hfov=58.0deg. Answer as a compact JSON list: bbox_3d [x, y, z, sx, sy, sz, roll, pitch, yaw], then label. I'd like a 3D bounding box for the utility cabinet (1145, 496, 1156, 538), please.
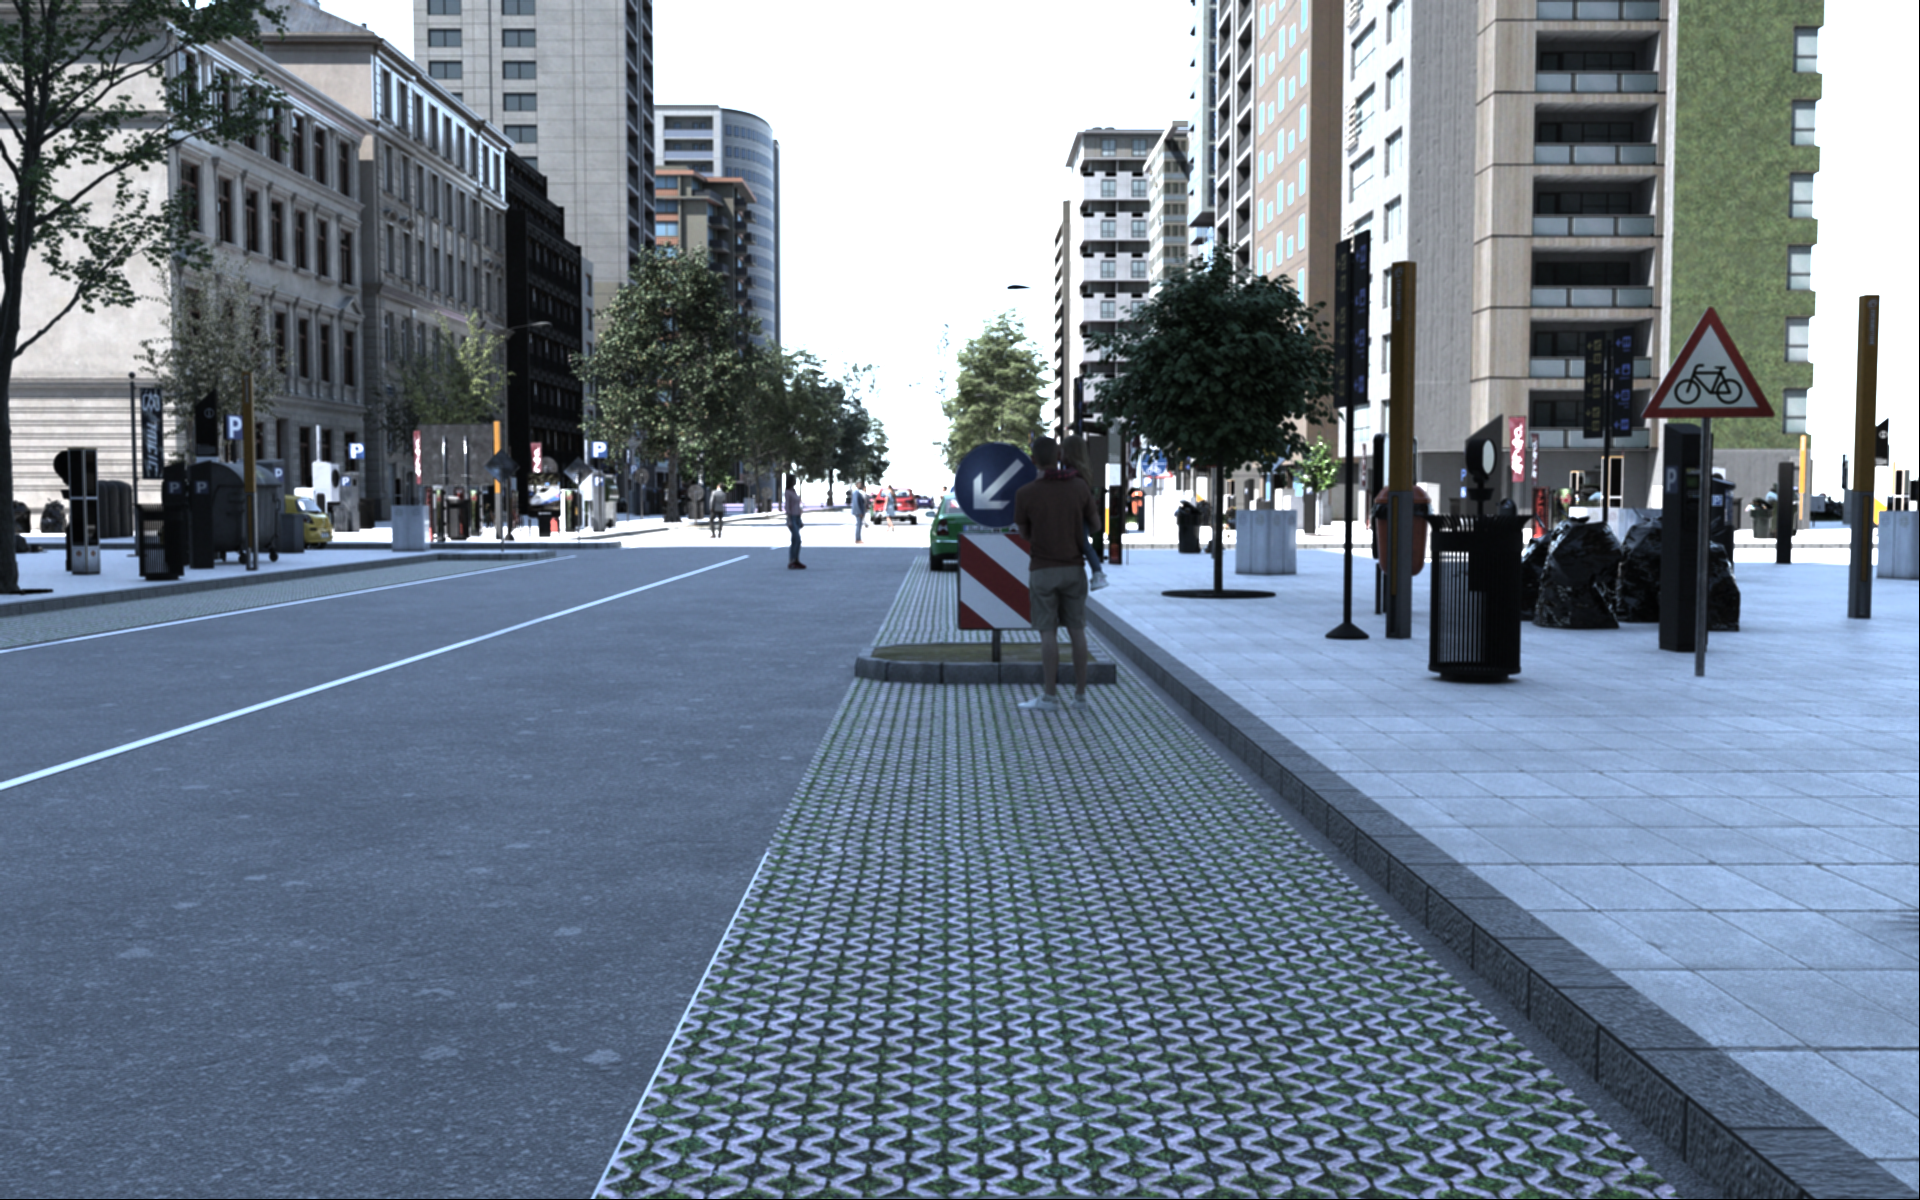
[{"bbox_3d":[5.947,-2.442,51.082,1.020,1.237,0.306,3,5,42],"label":"utility cabinet"}]

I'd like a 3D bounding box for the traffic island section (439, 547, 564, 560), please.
[{"bbox_3d":[-10.204,-0.995,38.556,2.009,0.180,2.903,0,4,0],"label":"traffic island section"}]

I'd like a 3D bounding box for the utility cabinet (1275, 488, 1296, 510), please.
[{"bbox_3d":[12.955,-3.691,69.028,0.318,1.500,1.173,3,4,38],"label":"utility cabinet"}]

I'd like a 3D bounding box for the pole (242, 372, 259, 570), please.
[{"bbox_3d":[-11.908,-2.153,29.047,0.158,3.312,0.155,0,3,0],"label":"pole"}]

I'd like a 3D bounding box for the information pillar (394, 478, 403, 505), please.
[{"bbox_3d":[-25.831,-4.599,79.687,0.304,2.012,0.304,-1,4,-10],"label":"information pillar"}]

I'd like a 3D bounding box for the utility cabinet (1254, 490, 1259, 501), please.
[{"bbox_3d":[14.303,-4.655,84.793,0.318,1.500,1.173,0,4,-6],"label":"utility cabinet"}]

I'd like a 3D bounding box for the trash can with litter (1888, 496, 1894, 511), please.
[{"bbox_3d":[58.179,-5.904,107.914,0.624,1.170,1.055,-1,4,-15],"label":"trash can with litter"}]

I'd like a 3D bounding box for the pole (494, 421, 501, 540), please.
[{"bbox_3d":[-12.926,-3.342,48.485,0.158,3.312,0.155,0,3,0],"label":"pole"}]

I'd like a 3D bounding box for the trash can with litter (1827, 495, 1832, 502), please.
[{"bbox_3d":[55.252,-6.027,109.603,1.678,1.210,2.233,3,5,43],"label":"trash can with litter"}]

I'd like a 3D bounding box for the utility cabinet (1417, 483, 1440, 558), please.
[{"bbox_3d":[9.221,-1.593,34.727,0.318,1.500,1.173,-1,4,-11],"label":"utility cabinet"}]

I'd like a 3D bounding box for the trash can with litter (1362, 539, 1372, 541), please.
[{"bbox_3d":[12.319,-2.231,47.534,1.678,1.210,2.233,-3,5,-42],"label":"trash can with litter"}]

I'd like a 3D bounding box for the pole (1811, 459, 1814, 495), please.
[{"bbox_3d":[49.440,-6.529,100.595,0.158,3.312,0.155,0,3,0],"label":"pole"}]

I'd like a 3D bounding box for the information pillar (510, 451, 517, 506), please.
[{"bbox_3d":[-22.336,-5.802,86.219,0.504,3.616,0.183,-1,4,-13],"label":"information pillar"}]

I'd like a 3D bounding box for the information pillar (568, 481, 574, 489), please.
[{"bbox_3d":[-21.819,-5.669,97.176,0.304,2.012,0.304,0,4,-3],"label":"information pillar"}]

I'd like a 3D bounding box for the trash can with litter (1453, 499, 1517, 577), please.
[{"bbox_3d":[8.463,-0.973,26.959,1.678,1.210,2.233,0,4,-5],"label":"trash can with litter"}]

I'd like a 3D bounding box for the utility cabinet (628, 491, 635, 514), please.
[{"bbox_3d":[-20.866,-6.316,111.953,1.173,1.500,0.318,0,4,7],"label":"utility cabinet"}]

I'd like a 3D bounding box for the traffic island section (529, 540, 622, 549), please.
[{"bbox_3d":[-10.258,-1.484,46.540,2.009,0.180,2.903,0,4,0],"label":"traffic island section"}]

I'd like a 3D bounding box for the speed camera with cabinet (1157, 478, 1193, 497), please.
[{"bbox_3d":[10.748,-5.696,87.464,2.038,3.252,0.660,0,4,5],"label":"speed camera with cabinet"}]

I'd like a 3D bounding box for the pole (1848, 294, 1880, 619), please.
[{"bbox_3d":[9.302,-1.466,17.817,0.158,3.312,0.155,0,3,0],"label":"pole"}]

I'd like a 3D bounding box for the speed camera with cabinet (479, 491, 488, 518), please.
[{"bbox_3d":[-24.515,-5.888,90.612,0.660,3.252,2.038,2,4,32],"label":"speed camera with cabinet"}]

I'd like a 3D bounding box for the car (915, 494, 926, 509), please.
[{"bbox_3d":[-4.199,-9.969,173.223,2.015,1.641,3.980,0,4,-1],"label":"car"}]

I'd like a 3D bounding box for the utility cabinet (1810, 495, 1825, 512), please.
[{"bbox_3d":[46.963,-5.138,95.170,1.020,1.237,0.306,0,4,-2],"label":"utility cabinet"}]

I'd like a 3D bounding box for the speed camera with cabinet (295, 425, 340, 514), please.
[{"bbox_3d":[-18.181,-3.344,49.017,0.660,3.252,2.038,0,4,0],"label":"speed camera with cabinet"}]

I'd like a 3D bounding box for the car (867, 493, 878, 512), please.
[{"bbox_3d":[-6.724,-7.771,136.088,2.155,1.783,4.494,0,4,1],"label":"car"}]

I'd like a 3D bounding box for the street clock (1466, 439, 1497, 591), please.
[{"bbox_3d":[6.860,-1.117,22.836,0.358,2.002,0.471,3,5,41],"label":"street clock"}]

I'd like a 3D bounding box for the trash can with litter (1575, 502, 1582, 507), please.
[{"bbox_3d":[17.373,-2.267,48.455,1.055,1.170,0.624,0,4,3],"label":"trash can with litter"}]

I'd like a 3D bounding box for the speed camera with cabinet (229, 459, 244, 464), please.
[{"bbox_3d":[-19.327,-3.183,46.386,0.660,3.252,2.038,-2,4,-30],"label":"speed camera with cabinet"}]

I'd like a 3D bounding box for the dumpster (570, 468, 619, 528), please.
[{"bbox_3d":[-13.681,-3.809,64.766,1.502,2.255,1.985,0,4,0],"label":"dumpster"}]

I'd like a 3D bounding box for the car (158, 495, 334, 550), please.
[{"bbox_3d":[-17.386,-1.952,42.135,3.980,1.641,2.015,0,4,1],"label":"car"}]

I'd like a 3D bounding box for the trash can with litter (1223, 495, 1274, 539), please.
[{"bbox_3d":[8.381,-2.366,49.736,2.233,1.210,1.678,1,4,19],"label":"trash can with litter"}]

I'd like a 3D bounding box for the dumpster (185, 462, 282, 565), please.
[{"bbox_3d":[-13.552,-1.616,32.176,1.264,1.857,1.865,0,4,0],"label":"dumpster"}]

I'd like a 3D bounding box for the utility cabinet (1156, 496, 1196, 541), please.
[{"bbox_3d":[5.983,-2.229,47.601,1.020,1.237,0.306,3,5,39],"label":"utility cabinet"}]

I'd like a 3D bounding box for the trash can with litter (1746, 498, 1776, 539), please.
[{"bbox_3d":[23.035,-2.329,49.467,1.055,1.170,0.624,-1,4,-22],"label":"trash can with litter"}]

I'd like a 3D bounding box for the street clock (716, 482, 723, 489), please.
[{"bbox_3d":[-13.370,-5.606,96.230,0.471,2.002,0.358,-1,4,-13],"label":"street clock"}]

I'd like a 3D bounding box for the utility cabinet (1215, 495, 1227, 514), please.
[{"bbox_3d":[14.149,-4.966,92.358,1.020,1.237,0.306,2,4,29],"label":"utility cabinet"}]

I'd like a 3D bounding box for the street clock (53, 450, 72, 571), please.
[{"bbox_3d":[-14.807,-1.488,28.895,0.471,2.002,0.358,0,4,-2],"label":"street clock"}]

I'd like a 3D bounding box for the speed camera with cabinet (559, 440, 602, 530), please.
[{"bbox_3d":[-13.662,-4.149,62.168,0.660,3.252,2.038,2,4,25],"label":"speed camera with cabinet"}]

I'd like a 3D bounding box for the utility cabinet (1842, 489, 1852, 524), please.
[{"bbox_3d":[37.955,-3.942,73.128,1.173,1.500,0.318,1,4,14],"label":"utility cabinet"}]

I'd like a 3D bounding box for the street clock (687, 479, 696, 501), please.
[{"bbox_3d":[-13.268,-4.958,85.625,0.358,2.002,0.471,1,4,16],"label":"street clock"}]

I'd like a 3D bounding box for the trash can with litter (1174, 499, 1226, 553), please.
[{"bbox_3d":[5.218,-1.611,37.728,1.055,1.170,0.624,0,4,-7],"label":"trash can with litter"}]

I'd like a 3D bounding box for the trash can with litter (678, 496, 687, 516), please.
[{"bbox_3d":[-16.203,-5.423,100.057,0.624,1.170,1.055,-2,4,-31],"label":"trash can with litter"}]

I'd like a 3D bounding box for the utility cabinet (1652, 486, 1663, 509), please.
[{"bbox_3d":[20.276,-2.475,49.137,1.173,1.500,0.318,1,4,23],"label":"utility cabinet"}]

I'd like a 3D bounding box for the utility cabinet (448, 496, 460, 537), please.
[{"bbox_3d":[-15.095,-2.480,51.717,0.306,1.237,1.020,-1,4,-14],"label":"utility cabinet"}]

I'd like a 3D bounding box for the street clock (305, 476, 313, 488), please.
[{"bbox_3d":[-25.375,-3.862,67.720,0.358,2.002,0.471,0,4,5],"label":"street clock"}]

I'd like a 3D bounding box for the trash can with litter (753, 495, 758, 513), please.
[{"bbox_3d":[-14.184,-6.587,118.761,1.678,1.210,2.233,0,4,-4],"label":"trash can with litter"}]

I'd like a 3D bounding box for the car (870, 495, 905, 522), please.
[{"bbox_3d":[-3.783,-4.840,90.937,2.131,1.459,4.920,0,4,-1],"label":"car"}]

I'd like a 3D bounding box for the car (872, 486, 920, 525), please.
[{"bbox_3d":[-3.027,-4.453,81.476,2.281,1.827,5.304,0,4,-1],"label":"car"}]

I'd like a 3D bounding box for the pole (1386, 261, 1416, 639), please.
[{"bbox_3d":[3.904,-1.314,15.321,0.158,3.312,0.155,0,3,0],"label":"pole"}]

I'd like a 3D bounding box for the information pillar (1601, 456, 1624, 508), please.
[{"bbox_3d":[12.779,-1.803,33.964,0.304,2.012,0.304,0,4,-6],"label":"information pillar"}]

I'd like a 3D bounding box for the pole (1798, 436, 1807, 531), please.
[{"bbox_3d":[29.428,-4.076,60.485,0.158,3.312,0.155,0,3,0],"label":"pole"}]

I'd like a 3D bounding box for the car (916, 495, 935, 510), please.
[{"bbox_3d":[-3.344,-9.121,161.707,1.945,1.354,3.894,0,4,1],"label":"car"}]

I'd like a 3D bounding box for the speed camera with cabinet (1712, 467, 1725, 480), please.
[{"bbox_3d":[47.127,-6.922,107.506,2.038,3.252,0.660,-1,4,-18],"label":"speed camera with cabinet"}]

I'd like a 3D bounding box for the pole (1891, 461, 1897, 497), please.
[{"bbox_3d":[57.552,-6.906,106.748,0.158,3.312,0.155,0,3,0],"label":"pole"}]

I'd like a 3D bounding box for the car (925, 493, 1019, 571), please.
[{"bbox_3d":[0.298,-1.519,33.629,1.959,1.807,4.718,0,4,-1],"label":"car"}]

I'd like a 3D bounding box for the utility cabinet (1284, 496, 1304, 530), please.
[{"bbox_3d":[11.928,-3.093,61.733,0.306,1.237,1.020,3,5,44],"label":"utility cabinet"}]

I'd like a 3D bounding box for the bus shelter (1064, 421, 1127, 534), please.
[{"bbox_3d":[4.511,-4.088,58.114,1.731,3.624,6.357,0,4,0],"label":"bus shelter"}]
